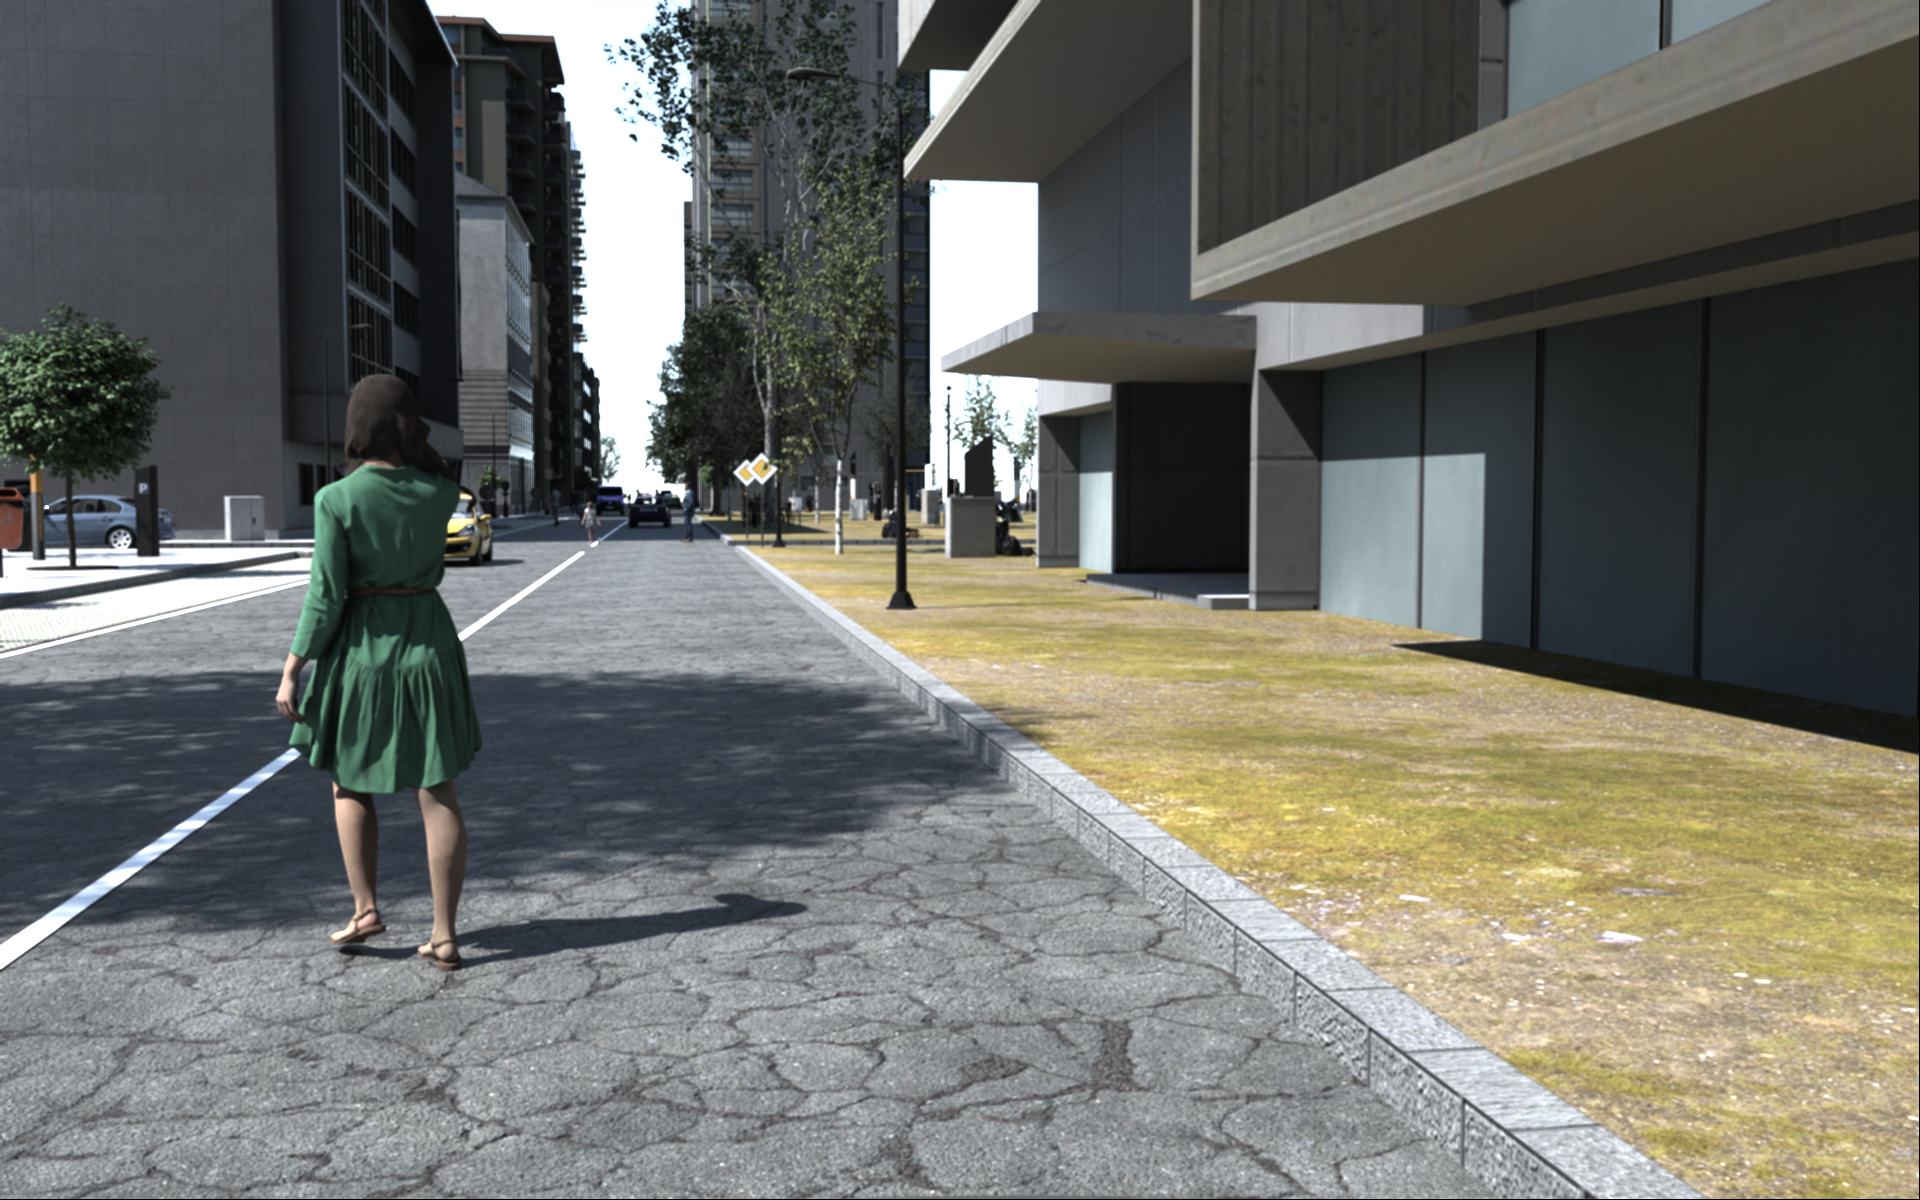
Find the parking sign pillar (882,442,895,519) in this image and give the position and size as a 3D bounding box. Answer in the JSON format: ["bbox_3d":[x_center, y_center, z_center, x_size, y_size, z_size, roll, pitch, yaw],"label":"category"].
[{"bbox_3d":[-3.678,-6.191,89.695,1.447,3.967,1.447,-1,4,-11],"label":"parking sign pillar"}]

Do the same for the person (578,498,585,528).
[{"bbox_3d":[-16.007,-3.679,73.342,0.352,1.250,0.332,0,4,8],"label":"person"}]

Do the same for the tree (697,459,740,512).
[{"bbox_3d":[-17.436,-8.699,125.934,4.285,4.588,4.351,0,3,0],"label":"tree"}]

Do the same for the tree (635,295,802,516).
[{"bbox_3d":[-13.999,-11.205,100.202,9.611,12.733,9.660,0,3,0],"label":"tree"}]

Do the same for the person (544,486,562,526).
[{"bbox_3d":[-18.251,-4.241,77.955,0.853,1.813,0.709,2,4,32],"label":"person"}]

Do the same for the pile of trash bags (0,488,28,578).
[{"bbox_3d":[-15.571,-0.956,25.378,3.447,1.369,1.912,-3,5,-41],"label":"pile of trash bags"}]

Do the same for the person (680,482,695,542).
[{"bbox_3d":[-8.126,-2.639,51.833,0.419,1.800,0.721,-1,4,-21],"label":"person"}]

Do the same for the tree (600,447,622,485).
[{"bbox_3d":[-54.542,-19.377,267.171,4.737,8.622,4.395,0,3,0],"label":"tree"}]

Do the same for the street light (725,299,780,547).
[{"bbox_3d":[-4.903,-4.219,41.517,1.470,5.913,1.316,-1,4,-10],"label":"street light"}]

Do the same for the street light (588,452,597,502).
[{"bbox_3d":[-40.898,-13.307,190.115,1.470,5.913,1.316,-1,4,-10],"label":"street light"}]

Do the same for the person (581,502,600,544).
[{"bbox_3d":[-10.512,-2.188,49.293,0.505,1.210,0.382,-3,5,-43],"label":"person"}]

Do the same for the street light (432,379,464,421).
[{"bbox_3d":[-20.620,-5.943,69.702,1.470,5.913,1.316,-1,4,-10],"label":"street light"}]

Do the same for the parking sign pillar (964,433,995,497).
[{"bbox_3d":[0.861,-5.409,76.902,1.447,3.967,1.447,1,4,14],"label":"parking sign pillar"}]

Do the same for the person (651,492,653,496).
[{"bbox_3d":[-45.797,-15.150,256.925,0.721,1.743,1.217,0,4,-1],"label":"person"}]

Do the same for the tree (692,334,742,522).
[{"bbox_3d":[-10.614,-7.964,80.578,4.360,8.622,3.978,0,3,0],"label":"tree"}]

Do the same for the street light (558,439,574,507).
[{"bbox_3d":[-33.360,-10.578,145.490,1.470,5.913,1.316,-1,4,-10],"label":"street light"}]

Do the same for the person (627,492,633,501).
[{"bbox_3d":[-50.290,-15.577,263.898,0.721,1.735,1.217,2,4,32],"label":"person"}]

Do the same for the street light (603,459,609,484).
[{"bbox_3d":[-47.197,-15.575,227.185,1.470,5.913,1.316,-1,4,-10],"label":"street light"}]

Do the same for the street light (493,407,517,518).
[{"bbox_3d":[-24.226,-7.316,92.165,1.470,5.913,1.316,-1,4,-10],"label":"street light"}]

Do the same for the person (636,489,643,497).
[{"bbox_3d":[-21.831,-6.661,117.762,0.721,1.781,0.623,-2,4,-32],"label":"person"}]

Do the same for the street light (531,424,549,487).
[{"bbox_3d":[-28.124,-8.674,114.360,1.470,5.913,1.316,-1,4,-10],"label":"street light"}]

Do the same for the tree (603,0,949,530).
[{"bbox_3d":[-5.560,-12.644,62.624,12.611,20.169,13.585,0,3,0],"label":"tree"}]

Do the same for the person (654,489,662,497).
[{"bbox_3d":[-20.015,-6.481,114.816,0.623,1.781,0.721,0,4,5],"label":"person"}]

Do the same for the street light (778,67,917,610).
[{"bbox_3d":[-1.190,-2.849,19.127,1.470,5.913,1.316,-1,4,-10],"label":"street light"}]

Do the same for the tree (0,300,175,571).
[{"bbox_3d":[-15.175,-2.809,29.642,4.285,4.588,4.351,0,3,0],"label":"tree"}]

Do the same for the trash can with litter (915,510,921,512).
[{"bbox_3d":[-2.342,-6.925,124.285,1.678,1.210,2.233,-3,5,-41],"label":"trash can with litter"}]

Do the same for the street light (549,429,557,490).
[{"bbox_3d":[-29.598,-9.219,123.272,1.470,5.913,1.316,-1,4,-10],"label":"street light"}]

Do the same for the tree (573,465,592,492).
[{"bbox_3d":[-43.349,-13.045,196.991,4.285,4.588,4.351,0,3,0],"label":"tree"}]

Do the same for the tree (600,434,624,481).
[{"bbox_3d":[-57.687,-21.573,278.467,9.928,11.665,9.643,0,3,0],"label":"tree"}]

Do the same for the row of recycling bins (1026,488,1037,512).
[{"bbox_3d":[5.864,-7.234,125.389,1.069,1.692,3.534,-2,4,-26],"label":"row of recycling bins"}]

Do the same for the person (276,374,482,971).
[{"bbox_3d":[-1.742,0.211,5.297,0.529,1.795,0.600,3,5,40],"label":"person"}]

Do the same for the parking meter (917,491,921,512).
[{"bbox_3d":[-2.962,-7.184,125.861,0.372,1.533,0.369,0,3,0],"label":"parking meter"}]

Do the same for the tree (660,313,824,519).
[{"bbox_3d":[-11.116,-9.444,88.818,8.767,10.594,7.601,-1,4,-9],"label":"tree"}]

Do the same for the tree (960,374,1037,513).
[{"bbox_3d":[0.971,-8.441,88.374,4.737,8.622,4.395,0,3,0],"label":"tree"}]

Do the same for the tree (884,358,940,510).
[{"bbox_3d":[-3.250,-8.823,94.618,4.360,8.622,3.978,0,3,0],"label":"tree"}]

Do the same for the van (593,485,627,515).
[{"bbox_3d":[-24.156,-7.055,119.738,2.240,2.365,5.245,-1,4,-10],"label":"van"}]

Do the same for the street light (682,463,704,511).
[{"bbox_3d":[-20.165,-9.716,131.391,1.470,5.913,1.316,-1,4,-10],"label":"street light"}]

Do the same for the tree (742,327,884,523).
[{"bbox_3d":[-6.397,-7.644,75.348,4.360,8.622,3.978,0,3,0],"label":"tree"}]

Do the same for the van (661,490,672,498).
[{"bbox_3d":[-46.031,-16.327,271.324,2.240,2.365,5.245,-1,4,-10],"label":"van"}]

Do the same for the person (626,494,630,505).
[{"bbox_3d":[-44.376,-13.448,231.636,0.557,1.426,1.065,1,4,14],"label":"person"}]

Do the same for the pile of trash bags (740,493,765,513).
[{"bbox_3d":[-14.205,-6.715,119.543,1.912,1.369,3.447,-3,4,-37],"label":"pile of trash bags"}]

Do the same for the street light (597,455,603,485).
[{"bbox_3d":[-43.377,-14.216,204.977,1.470,5.913,1.316,-1,4,-10],"label":"street light"}]

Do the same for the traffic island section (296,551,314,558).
[{"bbox_3d":[-14.042,-1.090,40.106,2.009,0.180,2.903,-1,4,-10],"label":"traffic island section"}]

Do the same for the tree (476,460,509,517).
[{"bbox_3d":[-26.889,-6.377,98.872,1.663,3.219,1.824,0,3,0],"label":"tree"}]

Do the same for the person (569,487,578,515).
[{"bbox_3d":[-26.838,-6.878,120.312,0.648,1.900,0.474,0,4,1],"label":"person"}]

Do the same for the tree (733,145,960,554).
[{"bbox_3d":[-2.669,-5.301,37.027,4.737,8.622,4.395,0,3,0],"label":"tree"}]

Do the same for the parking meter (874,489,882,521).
[{"bbox_3d":[-3.952,-4.578,83.261,0.372,1.533,0.369,0,3,0],"label":"parking meter"}]

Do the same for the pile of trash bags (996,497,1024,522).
[{"bbox_3d":[1.379,-4.332,80.572,1.912,1.369,3.447,-3,5,-40],"label":"pile of trash bags"}]

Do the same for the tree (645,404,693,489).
[{"bbox_3d":[-32.446,-18.382,207.195,9.857,13.997,8.962,0,3,0],"label":"tree"}]

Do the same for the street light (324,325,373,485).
[{"bbox_3d":[-16.782,-4.584,47.497,1.470,5.913,1.316,-1,4,-10],"label":"street light"}]

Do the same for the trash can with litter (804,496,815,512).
[{"bbox_3d":[-10.582,-6.740,121.584,0.624,1.170,1.055,1,4,10],"label":"trash can with litter"}]

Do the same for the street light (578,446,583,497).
[{"bbox_3d":[-37.208,-11.948,167.885,1.470,5.913,1.316,-1,4,-10],"label":"street light"}]

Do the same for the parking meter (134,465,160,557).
[{"bbox_3d":[-16.655,-1.820,35.461,0.399,1.863,0.255,0,4,4],"label":"parking meter"}]
